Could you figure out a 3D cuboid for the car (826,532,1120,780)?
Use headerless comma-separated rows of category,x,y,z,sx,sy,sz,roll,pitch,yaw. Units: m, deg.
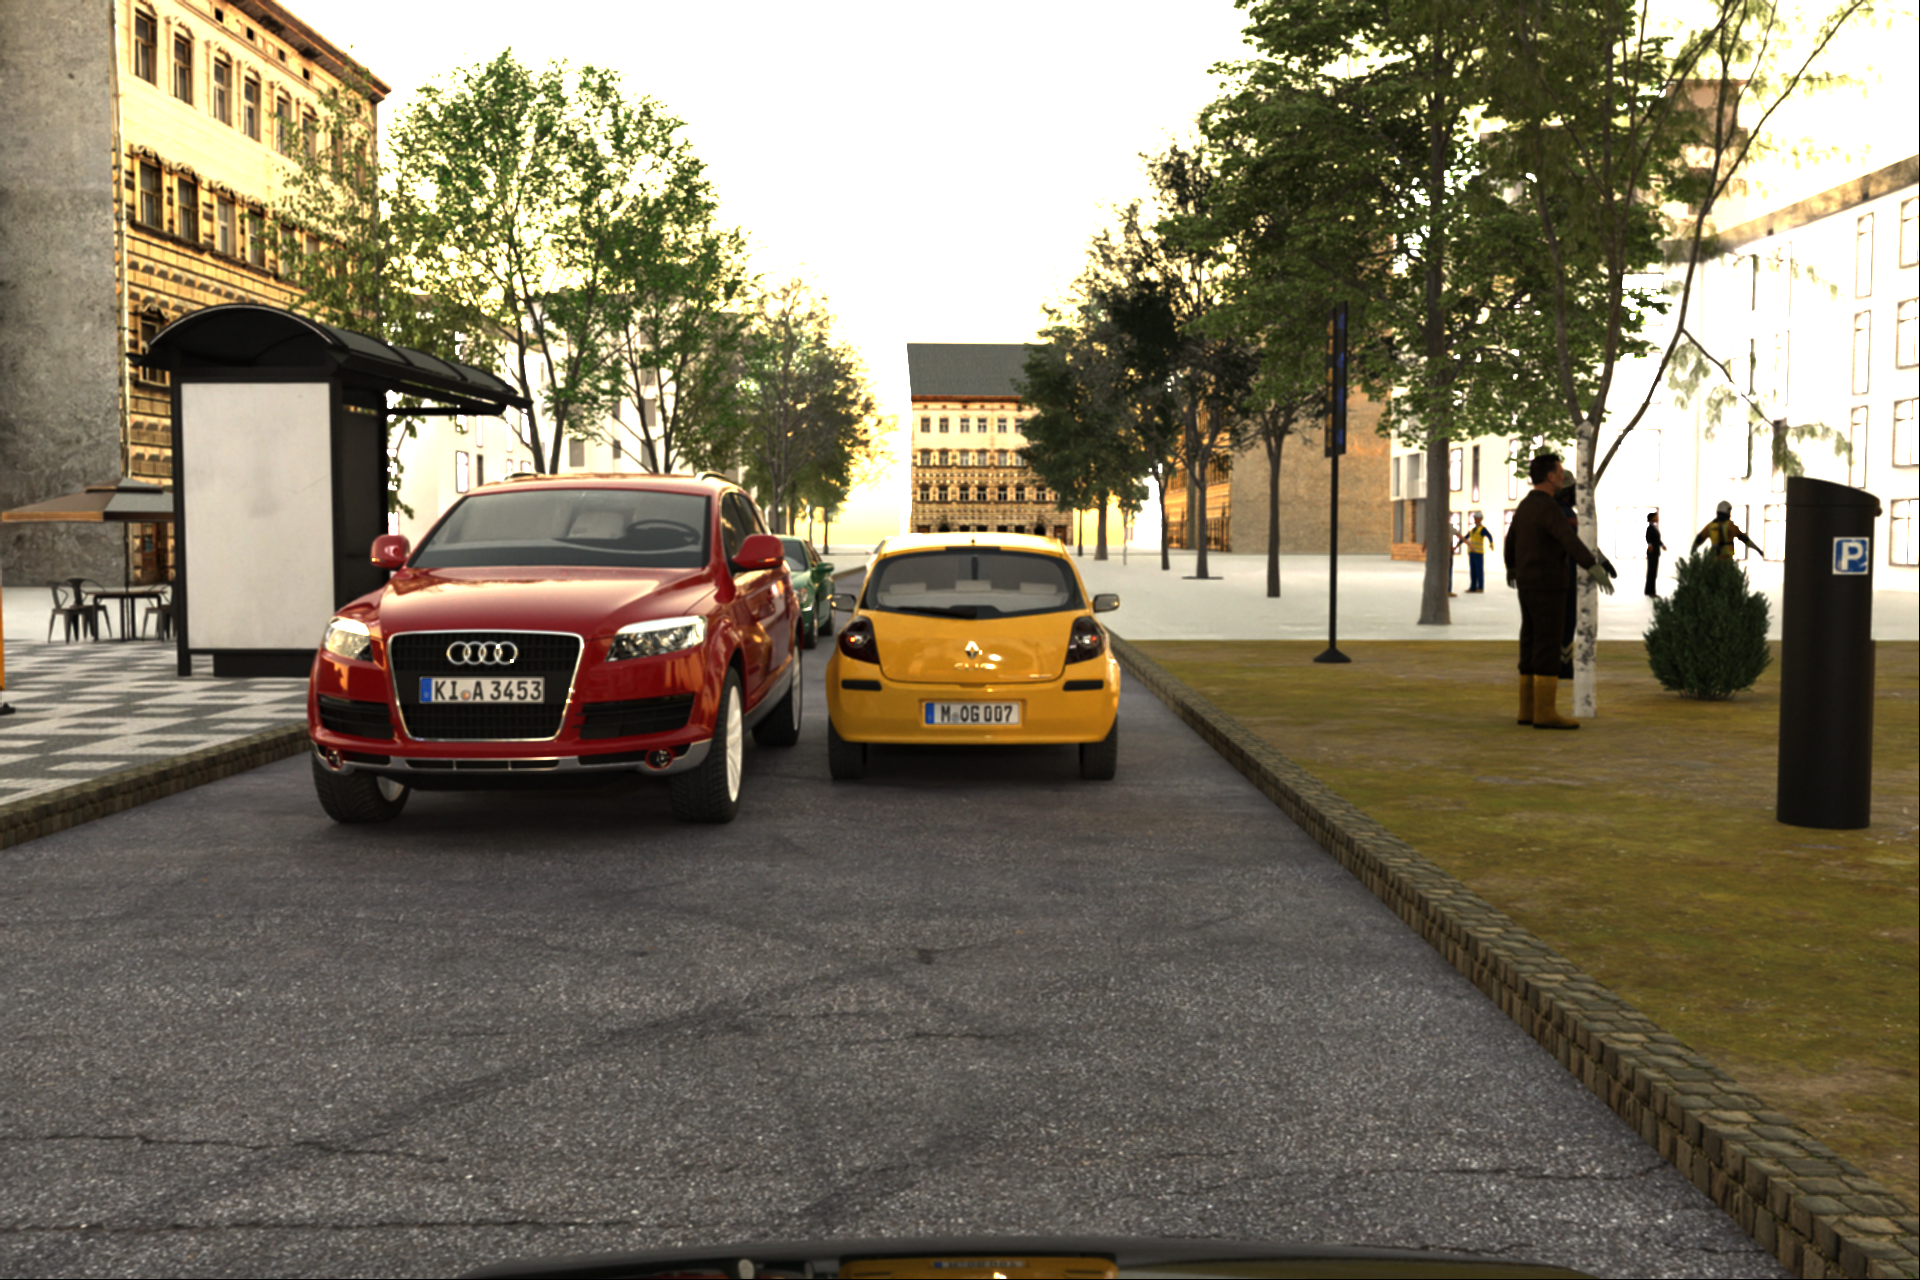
car,0.095,-0.080,11.530,2.015,1.641,3.980,0,4,1

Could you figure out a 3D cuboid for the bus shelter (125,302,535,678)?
bus shelter,-6.181,-1.469,17.947,2.014,3.302,5.546,0,4,2

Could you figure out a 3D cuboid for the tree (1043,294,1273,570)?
tree,7.358,-7.807,62.051,8.767,10.594,7.601,0,4,-6

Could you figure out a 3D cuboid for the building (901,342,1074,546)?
building,2.752,-22.287,197.773,18.063,23.208,19.493,0,4,-5

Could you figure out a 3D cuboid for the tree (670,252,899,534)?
tree,-7.919,-10.083,75.235,12.009,13.543,11.850,0,3,0

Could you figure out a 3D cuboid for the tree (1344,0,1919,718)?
tree,4.435,-3.778,12.141,4.360,8.622,3.978,0,3,0

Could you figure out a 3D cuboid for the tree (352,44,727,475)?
tree,-8.666,-6.756,36.210,9.928,11.665,9.643,0,3,0

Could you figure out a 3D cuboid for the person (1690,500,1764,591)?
person,12.954,-1.444,29.377,0.705,1.858,1.354,-2,4,-32

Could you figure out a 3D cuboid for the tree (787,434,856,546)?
tree,-16.480,-17.464,192.185,9.857,13.997,8.962,0,3,0

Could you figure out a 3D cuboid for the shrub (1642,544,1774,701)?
shrub,5.804,-0.143,13.451,1.383,1.207,1.383,0,3,0

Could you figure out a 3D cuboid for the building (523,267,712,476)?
building,-24.489,-16.264,122.337,16.016,20.090,11.380,0,4,1

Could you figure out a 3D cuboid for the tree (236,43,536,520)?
tree,-8.966,-4.697,27.163,4.737,8.622,4.395,0,3,0

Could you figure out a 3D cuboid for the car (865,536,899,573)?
car,-1.566,-2.197,48.286,2.083,1.381,4.827,0,4,1

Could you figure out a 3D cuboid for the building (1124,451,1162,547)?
building,22.019,-14.192,174.188,9.099,9.664,28.070,0,4,1

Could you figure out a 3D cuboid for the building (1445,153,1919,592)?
building,21.903,-6.581,49.743,9.099,9.664,28.070,0,4,0

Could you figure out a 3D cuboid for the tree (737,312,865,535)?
tree,-8.375,-10.457,89.092,7.486,12.596,7.792,0,3,0

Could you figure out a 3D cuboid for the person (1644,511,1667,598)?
person,14.034,-1.724,34.901,0.721,1.740,1.216,3,4,36

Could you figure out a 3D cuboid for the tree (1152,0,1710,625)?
tree,6.653,-6.521,24.747,7.486,12.596,7.792,0,3,0

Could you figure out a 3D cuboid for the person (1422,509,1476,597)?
person,9.957,-1.813,35.493,0.705,1.847,1.347,-2,4,-34

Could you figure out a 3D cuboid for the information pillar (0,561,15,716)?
information pillar,-6.856,-1.265,12.038,0.183,3.616,0.504,0,3,0

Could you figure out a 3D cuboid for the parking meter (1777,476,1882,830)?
parking meter,3.833,0.047,7.649,0.372,1.533,0.369,0,3,0

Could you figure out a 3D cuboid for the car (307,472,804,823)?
car,-2.112,-0.098,10.275,2.281,1.827,5.304,0,4,0

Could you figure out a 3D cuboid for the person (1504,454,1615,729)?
person,3.905,-0.329,11.514,0.704,1.812,1.346,-1,4,-8

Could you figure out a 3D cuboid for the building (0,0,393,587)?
building,-29.081,-13.401,50.043,19.493,23.208,18.063,0,4,1

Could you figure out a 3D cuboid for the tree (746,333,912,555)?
tree,-8.046,-11.922,105.287,12.009,13.543,11.850,0,3,0

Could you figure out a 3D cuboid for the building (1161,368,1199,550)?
building,27.796,-19.486,149.527,19.493,23.208,18.063,0,3,0

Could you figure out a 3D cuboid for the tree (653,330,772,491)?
tree,-8.868,-6.731,60.422,4.737,8.622,4.395,0,3,0

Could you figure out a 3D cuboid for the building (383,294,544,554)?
building,-22.423,-8.108,74.707,9.099,9.664,28.070,0,4,1

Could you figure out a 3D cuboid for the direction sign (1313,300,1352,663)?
direction sign,3.740,-1.547,17.292,0.379,3.537,0.876,0,4,1

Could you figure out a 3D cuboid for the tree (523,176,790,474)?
tree,-8.626,-7.590,49.857,9.928,11.665,9.643,0,3,0

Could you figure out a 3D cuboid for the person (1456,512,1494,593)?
person,11.209,-1.914,37.763,0.721,1.772,1.216,-2,4,-25

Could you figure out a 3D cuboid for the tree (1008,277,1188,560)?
tree,6.936,-10.898,84.831,9.857,13.997,8.962,0,3,0

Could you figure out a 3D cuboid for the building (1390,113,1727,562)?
building,26.477,-13.940,84.343,16.016,20.090,11.380,0,4,0

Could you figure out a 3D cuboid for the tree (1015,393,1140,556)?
tree,6.703,-10.062,98.921,8.767,10.594,7.601,2,4,32

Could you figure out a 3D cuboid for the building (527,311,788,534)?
building,-25.634,-17.564,153.628,16.747,18.905,31.486,0,4,1

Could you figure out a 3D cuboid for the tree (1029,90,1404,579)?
tree,6.853,-8.485,49.095,12.009,13.543,11.850,0,3,0

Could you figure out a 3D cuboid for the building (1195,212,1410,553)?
building,27.708,-18.061,126.231,19.493,23.208,18.063,0,4,1

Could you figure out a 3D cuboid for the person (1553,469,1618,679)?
person,5.378,-0.591,15.448,0.705,1.856,1.354,-1,4,-12

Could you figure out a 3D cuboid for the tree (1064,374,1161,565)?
tree,7.021,-7.398,71.323,4.360,8.622,3.978,0,3,0

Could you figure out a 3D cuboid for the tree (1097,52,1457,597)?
tree,6.112,-6.135,34.719,7.601,10.594,8.767,-3,5,-42

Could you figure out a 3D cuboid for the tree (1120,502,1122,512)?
tree,19.876,-14.771,191.874,4.360,8.622,3.978,0,3,0

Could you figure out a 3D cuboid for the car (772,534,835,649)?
car,-2.696,-0.692,23.115,2.131,1.459,4.920,0,4,0
